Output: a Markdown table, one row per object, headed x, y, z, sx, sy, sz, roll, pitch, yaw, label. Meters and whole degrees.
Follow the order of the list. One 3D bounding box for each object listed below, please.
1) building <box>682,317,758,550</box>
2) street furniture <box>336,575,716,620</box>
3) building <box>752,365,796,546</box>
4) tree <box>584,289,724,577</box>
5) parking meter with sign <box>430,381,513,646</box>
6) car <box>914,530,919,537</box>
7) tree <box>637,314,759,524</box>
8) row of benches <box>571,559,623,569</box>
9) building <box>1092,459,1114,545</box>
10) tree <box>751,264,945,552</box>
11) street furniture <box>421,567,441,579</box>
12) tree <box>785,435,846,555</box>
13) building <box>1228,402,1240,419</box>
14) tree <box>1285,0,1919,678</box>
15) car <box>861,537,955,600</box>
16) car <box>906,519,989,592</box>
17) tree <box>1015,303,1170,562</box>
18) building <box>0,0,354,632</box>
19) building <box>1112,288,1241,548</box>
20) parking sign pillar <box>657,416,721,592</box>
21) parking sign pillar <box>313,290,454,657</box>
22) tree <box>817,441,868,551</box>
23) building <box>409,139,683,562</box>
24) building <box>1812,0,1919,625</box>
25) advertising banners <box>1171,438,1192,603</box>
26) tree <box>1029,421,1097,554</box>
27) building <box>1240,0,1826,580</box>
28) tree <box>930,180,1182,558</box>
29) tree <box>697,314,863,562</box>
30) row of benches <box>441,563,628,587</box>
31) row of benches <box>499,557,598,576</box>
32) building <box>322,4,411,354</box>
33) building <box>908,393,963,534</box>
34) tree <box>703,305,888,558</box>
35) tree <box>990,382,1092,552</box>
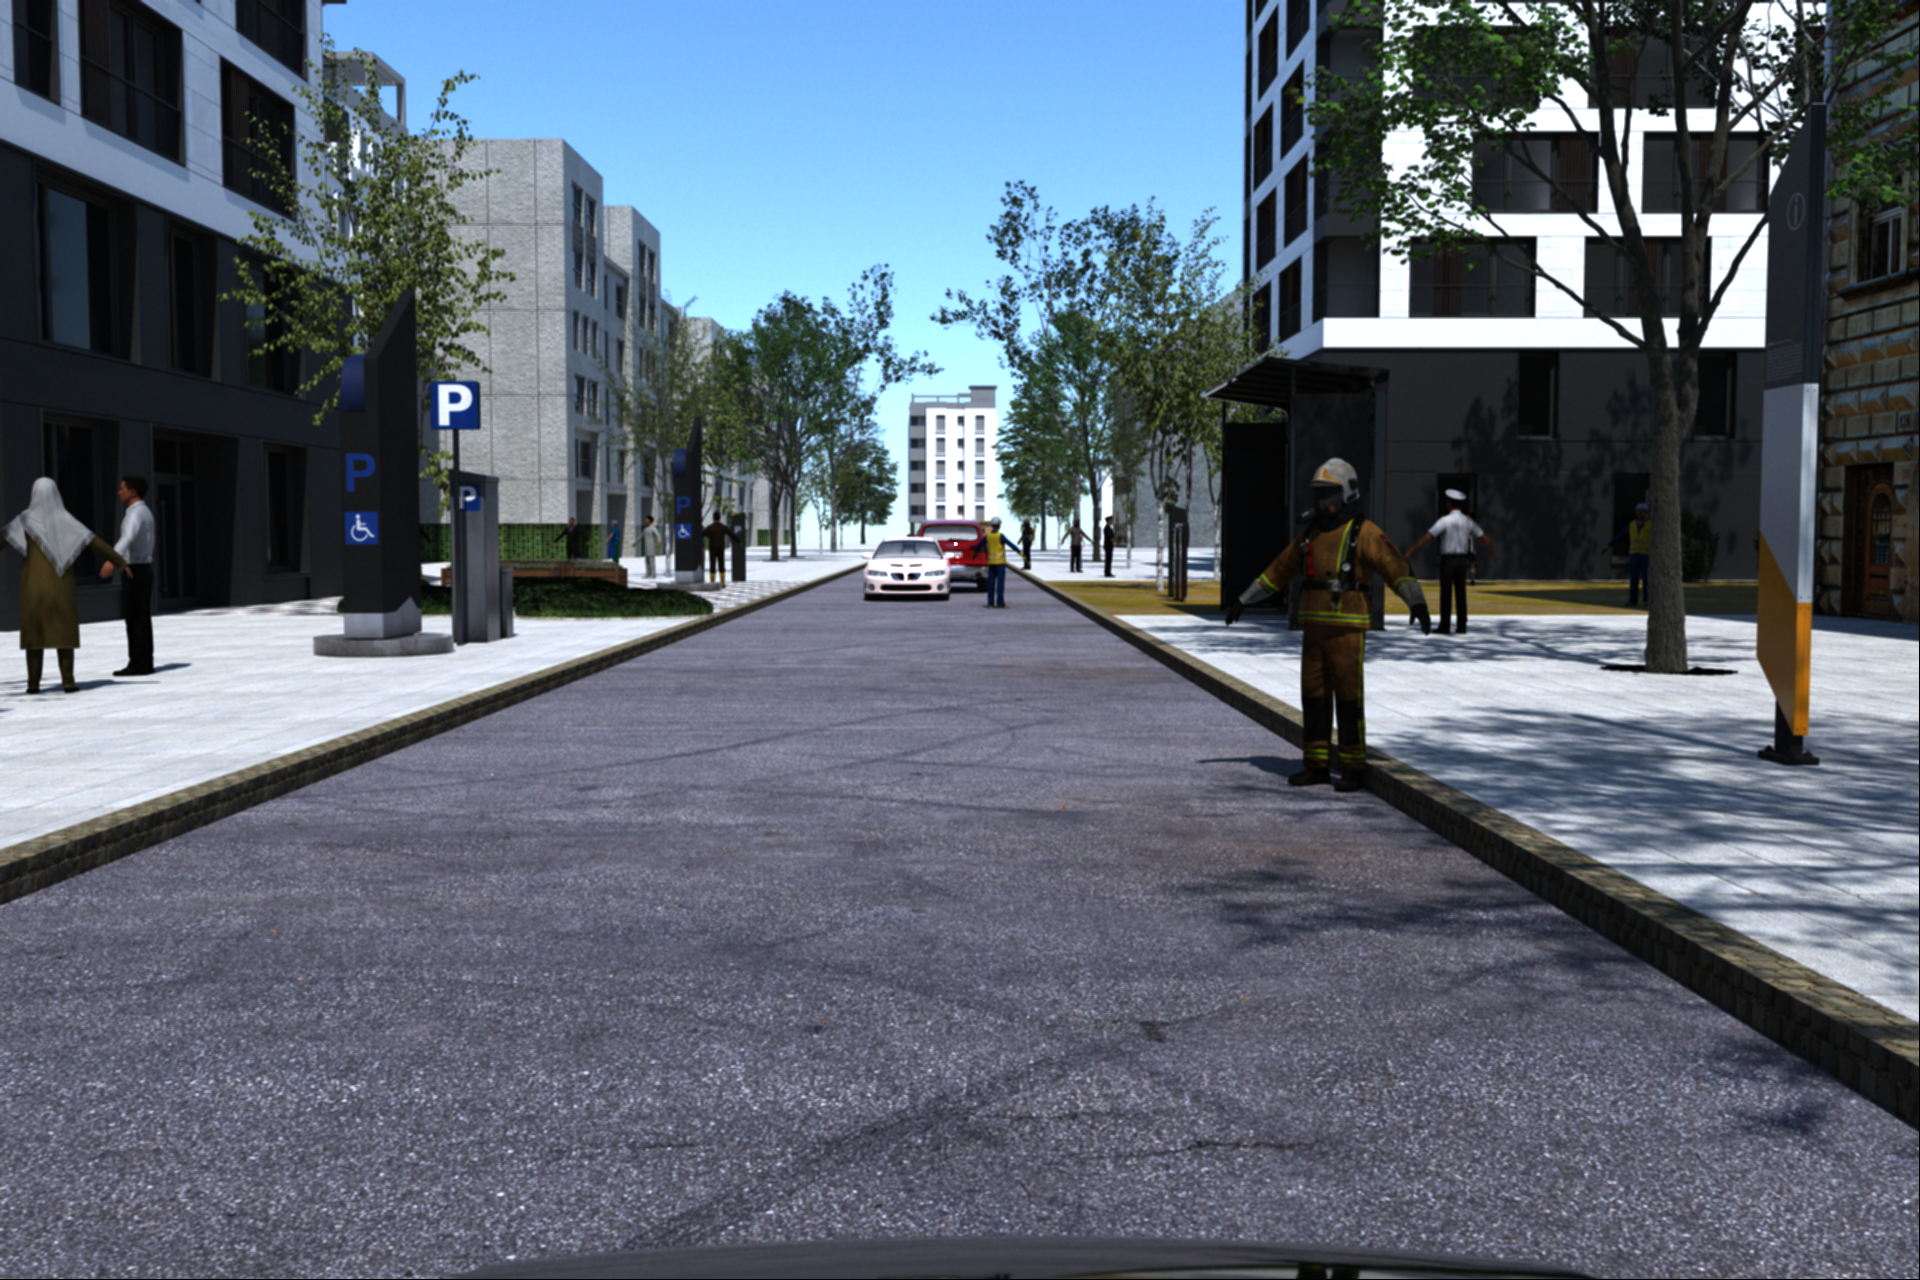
| x | y | z | sx | sy | sz | roll | pitch | yaw | label |
| --- | --- | --- | --- | --- | --- | --- | --- | --- | --- |
| -28.646 | -17.786 | 157.261 | 16.747 | 18.905 | 31.486 | 0 | 3 | 0 | building |
| -7.748 | -0.894 | 30.239 | 5.734 | 0.657 | 10.072 | -1 | 4 | -17 | street furniture |
| -28.513 | -20.205 | 196.807 | 16.747 | 18.905 | 31.486 | 0 | 4 | 0 | building |
| -8.480 | -6.181 | 51.425 | 4.360 | 8.622 | 3.978 | 0 | 3 | 0 | tree |
| -5.761 | -1.492 | 20.660 | 0.543 | 3.016 | 1.738 | 0 | 4 | 0 | parking meter with sign |
| -2.314 | -7.109 | 124.907 | 2.281 | 1.827 | 5.304 | 0 | 3 | 0 | car |
| -8.651 | -6.554 | 57.525 | 4.737 | 8.622 | 4.395 | 0 | 3 | 0 | tree |
| -8.749 | -1.598 | 41.582 | 1.422 | 0.672 | 4.104 | -1 | 4 | -20 | row of benches |
| 20.409 | -15.456 | 194.848 | 9.099 | 9.664 | 28.070 | 0 | 3 | 0 | building |
| -7.517 | -16.178 | 120.392 | 12.611 | 20.169 | 13.585 | 0 | 3 | 0 | tree |
| -17.835 | -2.205 | 42.905 | 9.812 | 1.723 | 11.010 | -2 | 4 | -25 | street furniture |
| -8.531 | -9.661 | 108.323 | 4.360 | 8.622 | 3.978 | 0 | 3 | 0 | tree |
| 21.216 | -9.319 | 94.514 | 9.099 | 9.664 | 28.070 | 0 | 4 | 0 | building |
| 6.578 | -5.511 | 15.868 | 9.928 | 11.665 | 9.643 | 0 | 3 | 0 | tree |
| -1.145 | -1.625 | 38.930 | 2.083 | 1.381 | 4.827 | 0 | 3 | 0 | car |
| -0.243 | -2.166 | 44.091 | 2.281 | 1.827 | 5.304 | 0 | 4 | 0 | car |
| 6.093 | -9.365 | 78.867 | 9.928 | 11.665 | 9.643 | 0 | 3 | 0 | tree |
| -26.332 | -10.739 | 19.563 | 27.936 | 21.610 | 32.646 | 0 | 4 | -1 | building |
| 24.661 | -20.379 | 164.123 | 19.493 | 23.208 | 18.063 | 0 | 4 | -1 | building |
| -6.131 | -3.095 | 39.071 | 1.447 | 3.967 | 1.447 | 0 | 4 | 1 | parking sign pillar |
| -6.217 | -1.842 | 18.592 | 1.447 | 3.967 | 1.447 | 0 | 3 | 0 | parking sign pillar |
| -9.093 | -11.141 | 132.511 | 4.737 | 8.622 | 4.395 | 0 | 3 | 0 | tree |
| -25.977 | -13.891 | 93.584 | 16.747 | 18.905 | 31.486 | 0 | 4 | 0 | building |
| 22.707 | -11.426 | 17.746 | 19.493 | 23.208 | 18.063 | 0 | 4 | 0 | building |
| 4.200 | -2.239 | 32.792 | 0.090 | 3.025 | 2.074 | 0 | 4 | -1 | advertising banners |
| 6.131 | -9.822 | 110.947 | 4.360 | 8.622 | 3.978 | 0 | 3 | 0 | tree |
| 23.895 | -13.434 | 63.627 | 27.936 | 21.610 | 32.646 | 0 | 3 | 0 | building |
| 5.210 | -14.548 | 93.745 | 12.611 | 20.169 | 13.585 | 0 | 3 | 0 | tree |
| -8.491 | -9.471 | 80.604 | 9.928 | 11.665 | 9.643 | 0 | 3 | 0 | tree |
| -9.230 | -1.332 | 37.234 | 4.104 | 0.672 | 1.422 | 0 | 4 | 7 | row of benches |
| -10.699 | -1.840 | 45.544 | 4.104 | 0.672 | 1.422 | 3 | 5 | 41 | row of benches |
| -27.542 | -12.368 | 58.633 | 16.016 | 20.090 | 11.380 | 0 | 4 | 0 | building |
| -6.330 | -22.315 | 223.724 | 11.380 | 20.090 | 16.016 | 0 | 4 | -5 | building |
| -9.012 | -11.164 | 92.895 | 12.009 | 13.543 | 11.850 | 0 | 3 | 0 | tree |
| 6.005 | -12.653 | 125.008 | 7.486 | 12.596 | 7.792 | 0 | 3 | 0 | tree |
